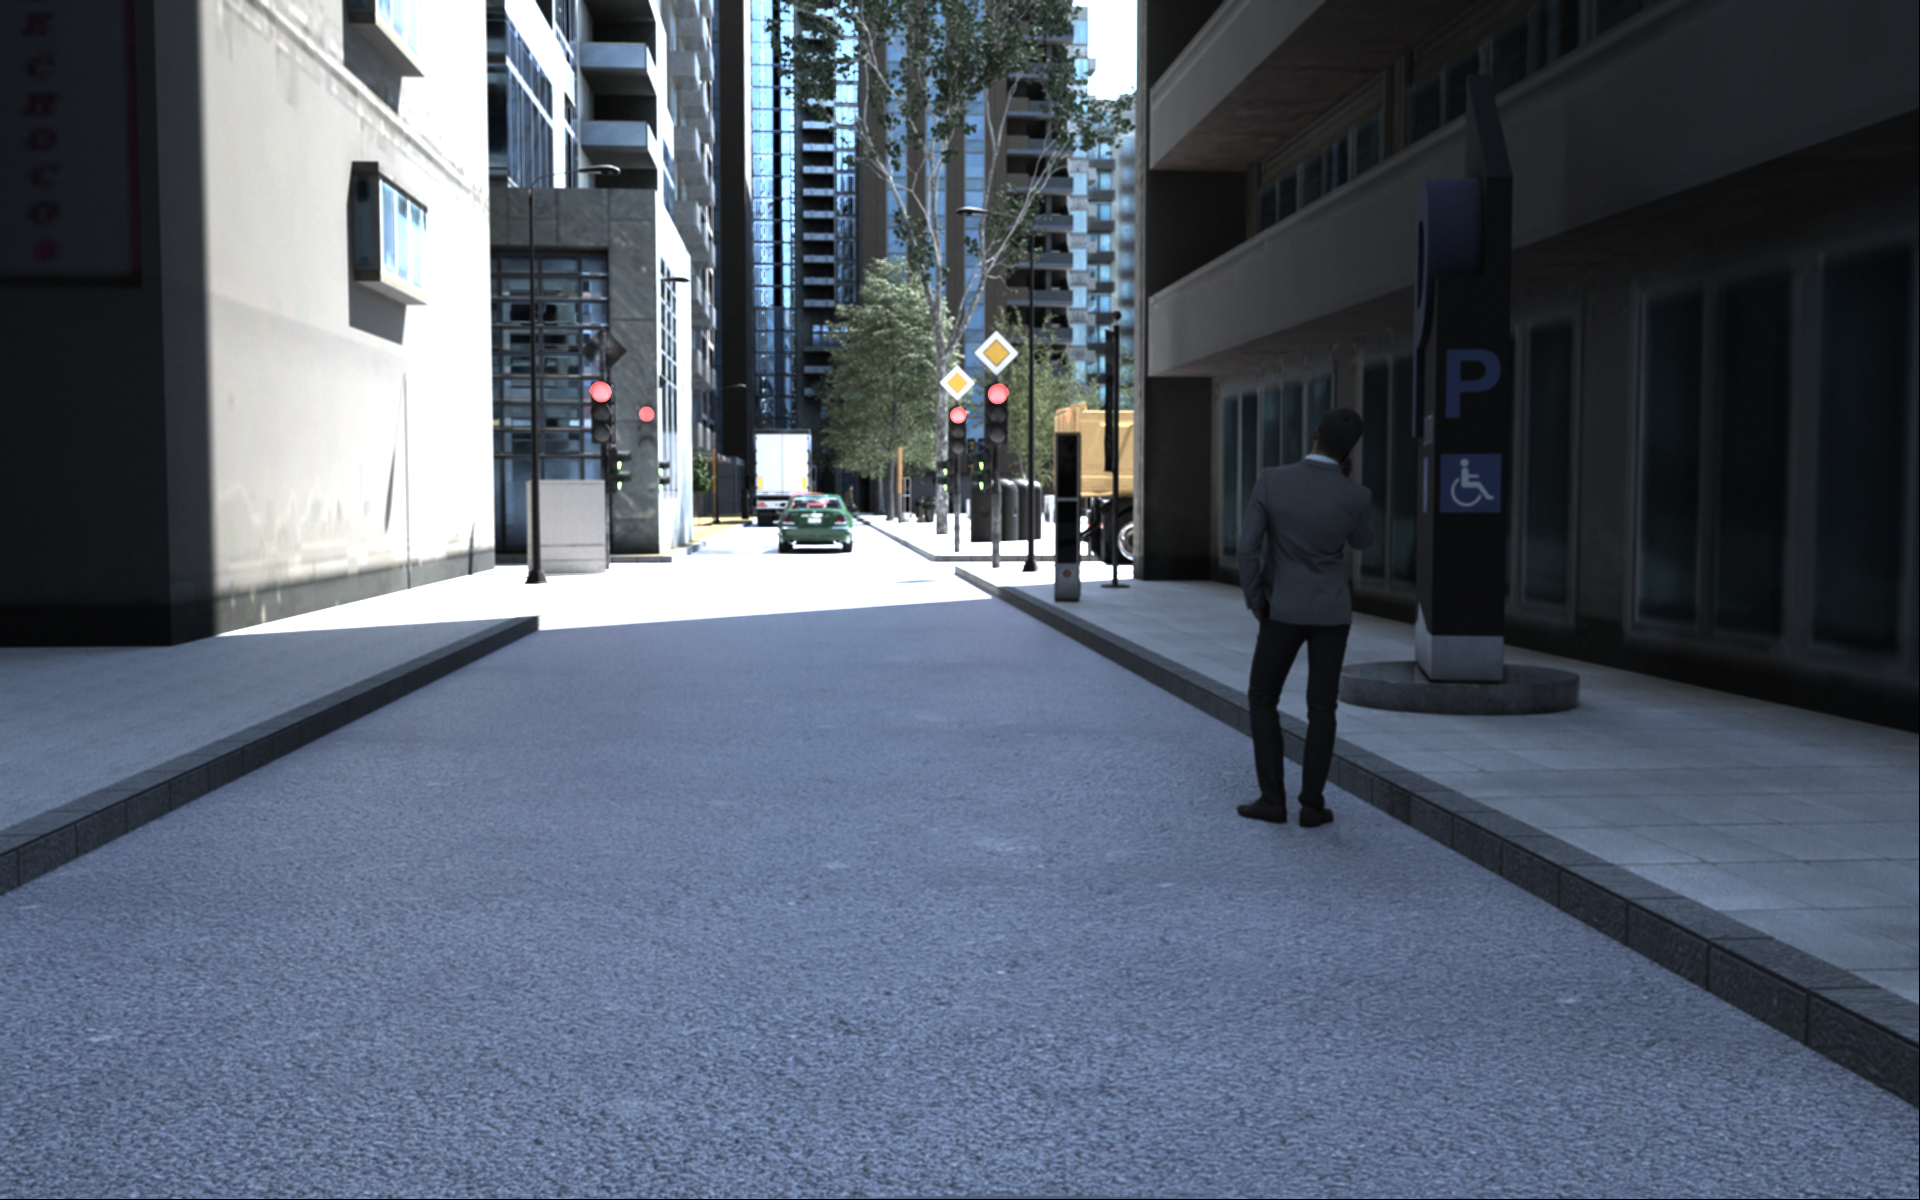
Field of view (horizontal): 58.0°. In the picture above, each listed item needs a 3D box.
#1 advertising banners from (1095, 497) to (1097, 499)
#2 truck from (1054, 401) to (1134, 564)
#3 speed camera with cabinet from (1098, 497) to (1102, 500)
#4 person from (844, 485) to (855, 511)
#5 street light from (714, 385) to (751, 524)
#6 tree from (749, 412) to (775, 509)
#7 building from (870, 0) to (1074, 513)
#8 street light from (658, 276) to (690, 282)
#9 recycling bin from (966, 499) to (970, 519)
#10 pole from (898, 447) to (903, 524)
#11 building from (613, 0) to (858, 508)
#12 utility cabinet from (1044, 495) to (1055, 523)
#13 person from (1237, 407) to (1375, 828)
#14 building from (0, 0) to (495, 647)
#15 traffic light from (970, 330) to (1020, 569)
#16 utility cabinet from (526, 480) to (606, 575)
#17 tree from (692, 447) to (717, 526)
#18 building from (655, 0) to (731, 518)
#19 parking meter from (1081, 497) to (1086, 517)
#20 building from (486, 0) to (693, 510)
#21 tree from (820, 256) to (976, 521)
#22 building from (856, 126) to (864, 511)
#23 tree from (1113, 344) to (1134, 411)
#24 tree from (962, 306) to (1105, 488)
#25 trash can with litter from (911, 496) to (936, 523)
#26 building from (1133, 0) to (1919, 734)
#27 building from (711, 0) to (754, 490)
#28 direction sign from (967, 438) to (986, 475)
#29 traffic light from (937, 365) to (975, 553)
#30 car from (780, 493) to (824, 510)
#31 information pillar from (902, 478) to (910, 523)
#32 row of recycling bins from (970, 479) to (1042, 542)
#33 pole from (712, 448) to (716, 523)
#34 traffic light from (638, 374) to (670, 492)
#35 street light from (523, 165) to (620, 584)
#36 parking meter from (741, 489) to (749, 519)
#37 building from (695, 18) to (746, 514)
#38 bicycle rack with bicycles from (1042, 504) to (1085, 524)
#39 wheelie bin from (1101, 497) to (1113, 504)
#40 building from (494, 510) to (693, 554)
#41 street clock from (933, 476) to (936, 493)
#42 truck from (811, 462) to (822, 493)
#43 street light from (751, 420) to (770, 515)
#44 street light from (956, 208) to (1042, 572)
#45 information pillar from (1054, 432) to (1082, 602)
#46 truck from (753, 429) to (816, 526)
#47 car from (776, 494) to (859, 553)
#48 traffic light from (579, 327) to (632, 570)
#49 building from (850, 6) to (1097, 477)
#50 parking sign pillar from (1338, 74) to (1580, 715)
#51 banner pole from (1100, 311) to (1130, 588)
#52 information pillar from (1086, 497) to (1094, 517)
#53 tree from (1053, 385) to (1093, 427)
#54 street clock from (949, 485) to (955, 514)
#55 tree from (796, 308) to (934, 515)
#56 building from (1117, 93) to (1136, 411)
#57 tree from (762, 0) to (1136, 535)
[{"bbox_3d":[8.173,-6.530,102.951,0.090,3.025,2.074,3,4,36],"label":"advertising banners"},{"bbox_3d":[6.823,-2.311,33.703,9.791,3.379,3.469,0,4,-4],"label":"truck"},{"bbox_3d":[6.406,-4.709,71.330,0.660,3.252,2.038,3,4,36],"label":"speed camera with cabinet"},{"bbox_3d":[-4.962,-4.240,77.742,0.656,1.842,0.836,1,4,20],"label":"person"},{"bbox_3d":[-9.799,-6.185,73.662,1.470,5.913,1.316,0,4,-5],"label":"street light"},{"bbox_3d":[-18.796,-12.809,159.791,4.737,8.622,4.395,0,3,0],"label":"tree"},{"bbox_3d":[-0.092,-28.878,122.260,14.600,45.320,14.200,0,4,-5],"label":"building"},{"bbox_3d":[-6.462,-3.947,37.072,1.470,5.913,1.316,0,4,-5],"label":"street light"},{"bbox_3d":[0.784,-4.631,88.265,0.722,1.027,0.722,2,4,28],"label":"recycling bin"},{"bbox_3d":[-2.595,-4.961,74.949,0.158,3.312,0.155,0,3,0],"label":"pole"},{"bbox_3d":[-23.579,-54.540,204.395,31.000,86.520,22.319,0,4,-5],"label":"building"},{"bbox_3d":[4.150,-4.011,76.745,0.306,1.237,1.020,3,5,41],"label":"utility cabinet"},{"bbox_3d":[1.493,0.069,7.548,0.592,1.802,0.473,1,4,20],"label":"person"},{"bbox_3d":[-17.476,-24.027,16.550,21.600,48.544,21.300,0,4,-5],"label":"building"},{"bbox_3d":[0.601,-2.499,29.785,0.839,4.253,0.868,0,4,-5],"label":"traffic light"},{"bbox_3d":[-6.199,-1.137,27.264,1.173,1.500,0.318,-2,4,-29],"label":"utility cabinet"},{"bbox_3d":[-10.373,-4.579,69.464,1.663,3.219,1.824,0,3,0],"label":"tree"},{"bbox_3d":[-24.202,-28.668,88.322,23.786,49.044,30.456,0,4,-5],"label":"building"},{"bbox_3d":[7.029,-5.633,97.815,0.255,1.863,0.399,3,5,44],"label":"parking meter"},{"bbox_3d":[-35.319,-52.638,173.301,31.000,86.520,22.319,0,4,-5],"label":"building"},{"bbox_3d":[-2.954,-10.083,82.989,7.486,12.596,7.792,0,3,0],"label":"tree"},{"bbox_3d":[-1.198,-22.330,136.797,14.160,30.474,14.107,0,4,-5],"label":"building"},{"bbox_3d":[8.678,-7.981,80.849,4.737,8.622,4.395,0,3,0],"label":"tree"},{"bbox_3d":[2.360,-7.125,66.851,4.737,8.622,4.395,0,3,0],"label":"tree"},{"bbox_3d":[-1.466,-3.951,75.985,0.624,1.170,1.055,3,5,40],"label":"trash can with litter"},{"bbox_3d":[14.148,-23.962,15.481,21.300,48.544,21.600,0,4,-5],"label":"building"},{"bbox_3d":[-23.840,-29.868,138.455,14.600,45.320,14.200,0,4,-5],"label":"building"},{"bbox_3d":[0.676,-4.809,70.624,0.876,3.537,0.379,2,4,33],"label":"direction sign"},{"bbox_3d":[-0.081,-2.986,37.741,0.839,4.253,0.868,0,4,-5],"label":"traffic light"},{"bbox_3d":[-5.480,-3.296,62.922,2.155,1.783,4.494,0,4,-3],"label":"car"},{"bbox_3d":[-2.416,-4.459,77.397,0.304,2.012,0.304,-2,4,-30],"label":"information pillar"},{"bbox_3d":[1.330,-2.464,47.391,1.069,1.692,3.534,2,4,26],"label":"row of recycling bins"},{"bbox_3d":[-10.827,-5.052,76.437,0.158,3.312,0.155,0,3,0],"label":"pole"},{"bbox_3d":[-6.667,-2.951,37.163,0.839,4.253,0.868,0,4,-5],"label":"traffic light"},{"bbox_3d":[-5.507,-3.184,24.597,1.470,5.913,1.316,0,4,-5],"label":"street light"},{"bbox_3d":[-10.999,-4.908,88.652,0.372,1.533,0.369,0,3,0],"label":"parking meter"},{"bbox_3d":[-25.587,-41.702,120.080,20.563,71.187,20.611,0,4,-5],"label":"building"},{"bbox_3d":[4.530,-4.093,80.301,2.852,0.926,2.925,-1,4,-21],"label":"bicycle rack with bicycles"},{"bbox_3d":[5.567,-3.372,63.045,0.980,1.594,0.693,3,5,43],"label":"wheelie bin"},{"bbox_3d":[-18.862,-45.025,48.837,22.319,86.520,31.000,0,4,-5],"label":"building"},{"bbox_3d":[-0.745,-3.622,63.794,0.471,2.002,0.358,1,4,10],"label":"street clock"},{"bbox_3d":[-13.973,-10.253,156.555,2.839,4.237,11.283,0,4,-4],"label":"truck"},{"bbox_3d":[-12.586,-8.322,108.610,1.470,5.913,1.316,0,4,-5],"label":"street light"},{"bbox_3d":[0.630,-3.410,28.294,1.470,5.913,1.316,0,4,-5],"label":"street light"},{"bbox_3d":[1.290,-0.992,20.713,0.304,2.012,0.304,0,4,7],"label":"information pillar"},{"bbox_3d":[-8.113,-5.584,80.214,2.839,4.237,11.283,0,4,-5],"label":"truck"},{"bbox_3d":[-3.604,-1.947,43.637,2.131,1.459,4.920,0,4,-3],"label":"car"},{"bbox_3d":[-5.985,-2.464,29.207,0.839,4.253,0.868,0,4,-5],"label":"traffic light"},{"bbox_3d":[0.977,-33.893,173.763,23.786,49.044,30.456,0,4,-5],"label":"building"},{"bbox_3d":[3.075,-1.355,10.626,1.447,3.967,1.447,1,4,11],"label":"parking sign pillar"},{"bbox_3d":[2.065,-2.051,23.552,0.401,3.779,0.863,1,4,19],"label":"banner pole"},{"bbox_3d":[6.912,-5.355,92.053,0.304,2.012,0.304,2,4,27],"label":"information pillar"},{"bbox_3d":[7.630,-9.862,111.606,4.360,8.622,3.978,0,3,0],"label":"tree"},{"bbox_3d":[-0.597,-6.607,112.590,0.471,2.002,0.358,-1,4,-15],"label":"street clock"},{"bbox_3d":[-4.922,-11.514,105.264,9.611,12.733,9.660,0,3,0],"label":"tree"},{"bbox_3d":[21.516,-36.116,210.108,30.456,49.044,23.786,0,4,-5],"label":"building"},{"bbox_3d":[0.719,-12.057,53.029,12.611,20.169,13.585,0,3,0],"label":"tree"}]
